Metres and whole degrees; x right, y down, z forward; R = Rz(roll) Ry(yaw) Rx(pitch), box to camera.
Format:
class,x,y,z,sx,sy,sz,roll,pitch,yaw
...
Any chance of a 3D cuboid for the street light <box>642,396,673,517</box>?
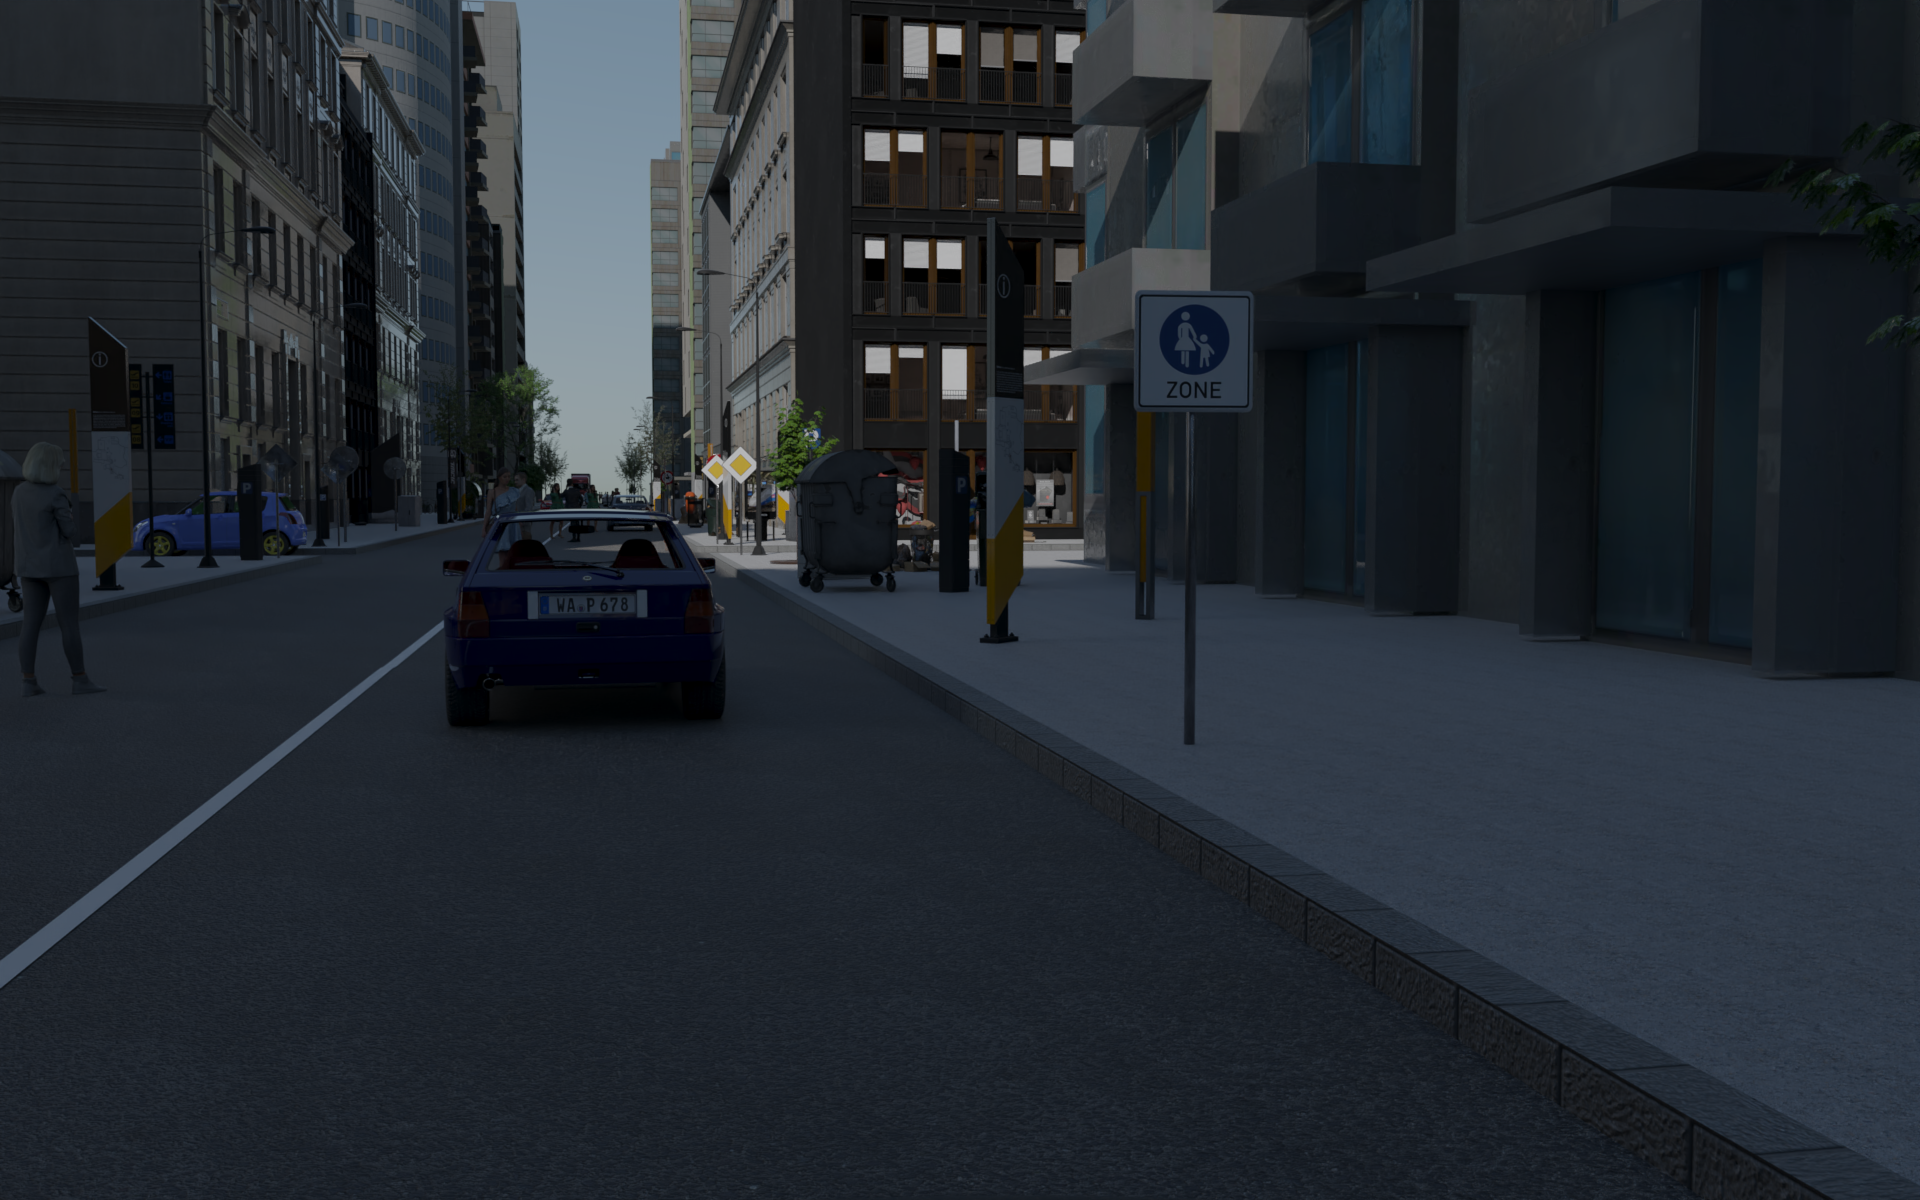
class,x,y,z,sx,sy,sz,roll,pitch,yaw
street light,-14.232,-6.731,82.590,1.470,5.913,1.316,-1,4,-12

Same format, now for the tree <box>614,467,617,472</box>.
class,x,y,z,sx,sy,sz,roll,pitch,yaw
tree,-48.697,-18.647,255.232,4.737,8.622,4.395,0,3,0

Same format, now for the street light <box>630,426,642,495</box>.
class,x,y,z,sx,sy,sz,roll,pitch,yaw
street light,-22.473,-9.206,123.054,1.470,5.913,1.316,-1,4,-12

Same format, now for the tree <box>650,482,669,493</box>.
class,x,y,z,sx,sy,sz,roll,pitch,yaw
tree,-24.589,-8.944,140.833,1.663,3.219,1.824,0,3,0

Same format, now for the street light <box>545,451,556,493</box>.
class,x,y,z,sx,sy,sz,roll,pitch,yaw
street light,-47.346,-13.928,200.266,1.470,5.913,1.316,-1,4,-12

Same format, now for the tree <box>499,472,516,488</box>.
class,x,y,z,sx,sy,sz,roll,pitch,yaw
tree,-34.513,-8.367,131.409,1.663,3.219,1.824,0,3,0

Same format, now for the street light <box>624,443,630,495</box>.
class,x,y,z,sx,sy,sz,roll,pitch,yaw
street light,-29.550,-11.302,157.330,1.470,5.913,1.316,-1,4,-12

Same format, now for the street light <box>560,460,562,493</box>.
class,x,y,z,sx,sy,sz,roll,pitch,yaw
street light,-54.449,-16.040,234.790,1.470,5.913,1.316,-1,4,-12

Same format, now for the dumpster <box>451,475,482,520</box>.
class,x,y,z,sx,sy,sz,roll,pitch,yaw
dumpster,-24.823,-5.161,86.868,1.502,2.255,1.985,-1,4,-12

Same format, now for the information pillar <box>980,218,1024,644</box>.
class,x,y,z,sx,sy,sz,roll,pitch,yaw
information pillar,0.386,-1.445,14.973,0.183,3.616,0.504,2,4,34

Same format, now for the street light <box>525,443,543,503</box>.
class,x,y,z,sx,sy,sz,roll,pitch,yaw
street light,-37.442,-10.955,151.656,1.470,5.913,1.316,-1,4,-12

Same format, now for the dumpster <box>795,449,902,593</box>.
class,x,y,z,sx,sy,sz,roll,pitch,yaw
dumpster,-1.493,-1.068,23.220,1.264,1.857,1.865,-1,4,-11

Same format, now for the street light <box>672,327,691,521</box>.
class,x,y,z,sx,sy,sz,roll,pitch,yaw
street light,-7.199,-4.638,48.368,1.470,5.913,1.316,-1,4,-12

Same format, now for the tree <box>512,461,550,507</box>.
class,x,y,z,sx,sy,sz,roll,pitch,yaw
tree,-43.694,-11.865,177.712,4.285,4.588,4.351,0,3,0

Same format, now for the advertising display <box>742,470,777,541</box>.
class,x,y,z,sx,sy,sz,roll,pitch,yaw
advertising display,-5.435,-2.569,47.210,0.974,1.923,0.123,-3,5,-40

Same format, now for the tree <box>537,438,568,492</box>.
class,x,y,z,sx,sy,sz,roll,pitch,yaw
tree,-53.399,-16.904,226.749,4.737,8.622,4.395,0,3,0

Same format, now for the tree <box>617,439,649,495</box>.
class,x,y,z,sx,sy,sz,roll,pitch,yaw
tree,-43.516,-17.334,233.778,4.737,8.622,4.395,0,3,0

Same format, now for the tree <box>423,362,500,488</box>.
class,x,y,z,sx,sy,sz,roll,pitch,yaw
tree,-27.709,-8.877,95.507,4.737,8.622,4.395,0,3,0

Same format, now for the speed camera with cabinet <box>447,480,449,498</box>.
class,x,y,z,sx,sy,sz,roll,pitch,yaw
speed camera with cabinet,-31.846,-7.096,110.352,2.038,3.252,0.660,-3,5,-44

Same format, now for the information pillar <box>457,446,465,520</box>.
class,x,y,z,sx,sy,sz,roll,pitch,yaw
information pillar,-24.201,-5.668,84.033,0.504,3.616,0.183,3,4,39

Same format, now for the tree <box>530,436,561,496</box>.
class,x,y,z,sx,sy,sz,roll,pitch,yaw
tree,-51.960,-16.312,217.067,4.360,8.622,3.978,0,3,0

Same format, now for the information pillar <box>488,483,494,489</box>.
class,x,y,z,sx,sy,sz,roll,pitch,yaw
information pillar,-31.021,-6.745,114.773,0.304,2.012,0.304,2,4,28

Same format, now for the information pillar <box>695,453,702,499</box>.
class,x,y,z,sx,sy,sz,roll,pitch,yaw
information pillar,-15.072,-6.630,99.754,0.183,3.616,0.504,3,5,43

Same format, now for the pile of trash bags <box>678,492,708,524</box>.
class,x,y,z,sx,sy,sz,roll,pitch,yaw
pile of trash bags,-11.288,-3.974,74.732,1.912,1.369,3.447,0,4,3

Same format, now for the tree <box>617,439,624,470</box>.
class,x,y,z,sx,sy,sz,roll,pitch,yaw
tree,-40.540,-16.182,214.940,4.360,8.622,3.978,0,3,0

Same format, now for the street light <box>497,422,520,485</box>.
class,x,y,z,sx,sy,sz,roll,pitch,yaw
street light,-30.443,-8.853,117.294,1.470,5.913,1.316,-1,4,-12

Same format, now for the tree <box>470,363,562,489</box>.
class,x,y,z,sx,sy,sz,roll,pitch,yaw
tree,-35.104,-12.916,136.935,9.928,11.665,9.643,0,3,0

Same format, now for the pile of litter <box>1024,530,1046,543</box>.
class,x,y,z,sx,sy,sz,roll,pitch,yaw
pile of litter,1.493,-1.945,45.764,1.719,0.858,1.176,0,4,-3

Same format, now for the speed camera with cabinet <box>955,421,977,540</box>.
class,x,y,z,sx,sy,sz,roll,pitch,yaw
speed camera with cabinet,0.495,-3.226,47.087,2.038,3.252,0.660,-1,4,-20

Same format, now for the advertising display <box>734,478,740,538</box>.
class,x,y,z,sx,sy,sz,roll,pitch,yaw
advertising display,-6.566,-2.820,51.326,0.123,1.923,0.974,-1,4,-14

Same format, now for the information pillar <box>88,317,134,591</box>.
class,x,y,z,sx,sy,sz,roll,pitch,yaw
information pillar,-11.274,-1.935,22.984,0.504,3.616,0.183,0,4,-2

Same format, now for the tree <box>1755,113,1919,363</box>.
class,x,y,z,sx,sy,sz,roll,pitch,yaw
tree,3.136,-0.585,4.166,1.663,3.219,1.824,0,3,0

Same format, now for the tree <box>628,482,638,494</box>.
class,x,y,z,sx,sy,sz,roll,pitch,yaw
tree,-47.097,-15.530,248.523,1.663,3.219,1.824,0,3,0

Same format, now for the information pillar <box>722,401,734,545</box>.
class,x,y,z,sx,sy,sz,roll,pitch,yaw
information pillar,-5.869,-3.199,43.665,0.183,3.616,0.504,-2,4,-23

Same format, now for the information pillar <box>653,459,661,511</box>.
class,x,y,z,sx,sy,sz,roll,pitch,yaw
information pillar,-20.365,-7.643,116.319,0.504,3.616,0.183,-2,4,-34

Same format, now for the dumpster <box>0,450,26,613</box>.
class,x,y,z,sx,sy,sz,roll,pitch,yaw
dumpster,-10.579,-0.744,17.925,1.264,1.857,1.865,-1,4,-12

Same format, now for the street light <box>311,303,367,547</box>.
class,x,y,z,sx,sy,sz,roll,pitch,yaw
street light,-15.118,-4.261,42.203,1.470,5.913,1.316,-1,4,-12

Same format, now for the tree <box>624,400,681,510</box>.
class,x,y,z,sx,sy,sz,roll,pitch,yaw
tree,-23.776,-11.268,134.600,4.360,8.622,3.978,0,3,0

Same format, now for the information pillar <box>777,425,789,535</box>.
class,x,y,z,sx,sy,sz,roll,pitch,yaw
information pillar,-5.468,-3.843,54.196,0.504,3.616,0.183,2,4,25

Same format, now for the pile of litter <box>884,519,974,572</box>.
class,x,y,z,sx,sy,sz,roll,pitch,yaw
pile of litter,-0.586,-0.916,28.948,1.719,0.858,1.176,1,4,12

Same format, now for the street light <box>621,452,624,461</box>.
class,x,y,z,sx,sy,sz,roll,pitch,yaw
street light,-39.213,-14.238,205.325,1.470,5.913,1.316,-1,4,-12

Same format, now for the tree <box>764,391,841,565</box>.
class,x,y,z,sx,sy,sz,roll,pitch,yaw
tree,-3.061,-2.275,31.795,1.663,3.219,1.824,0,3,0
